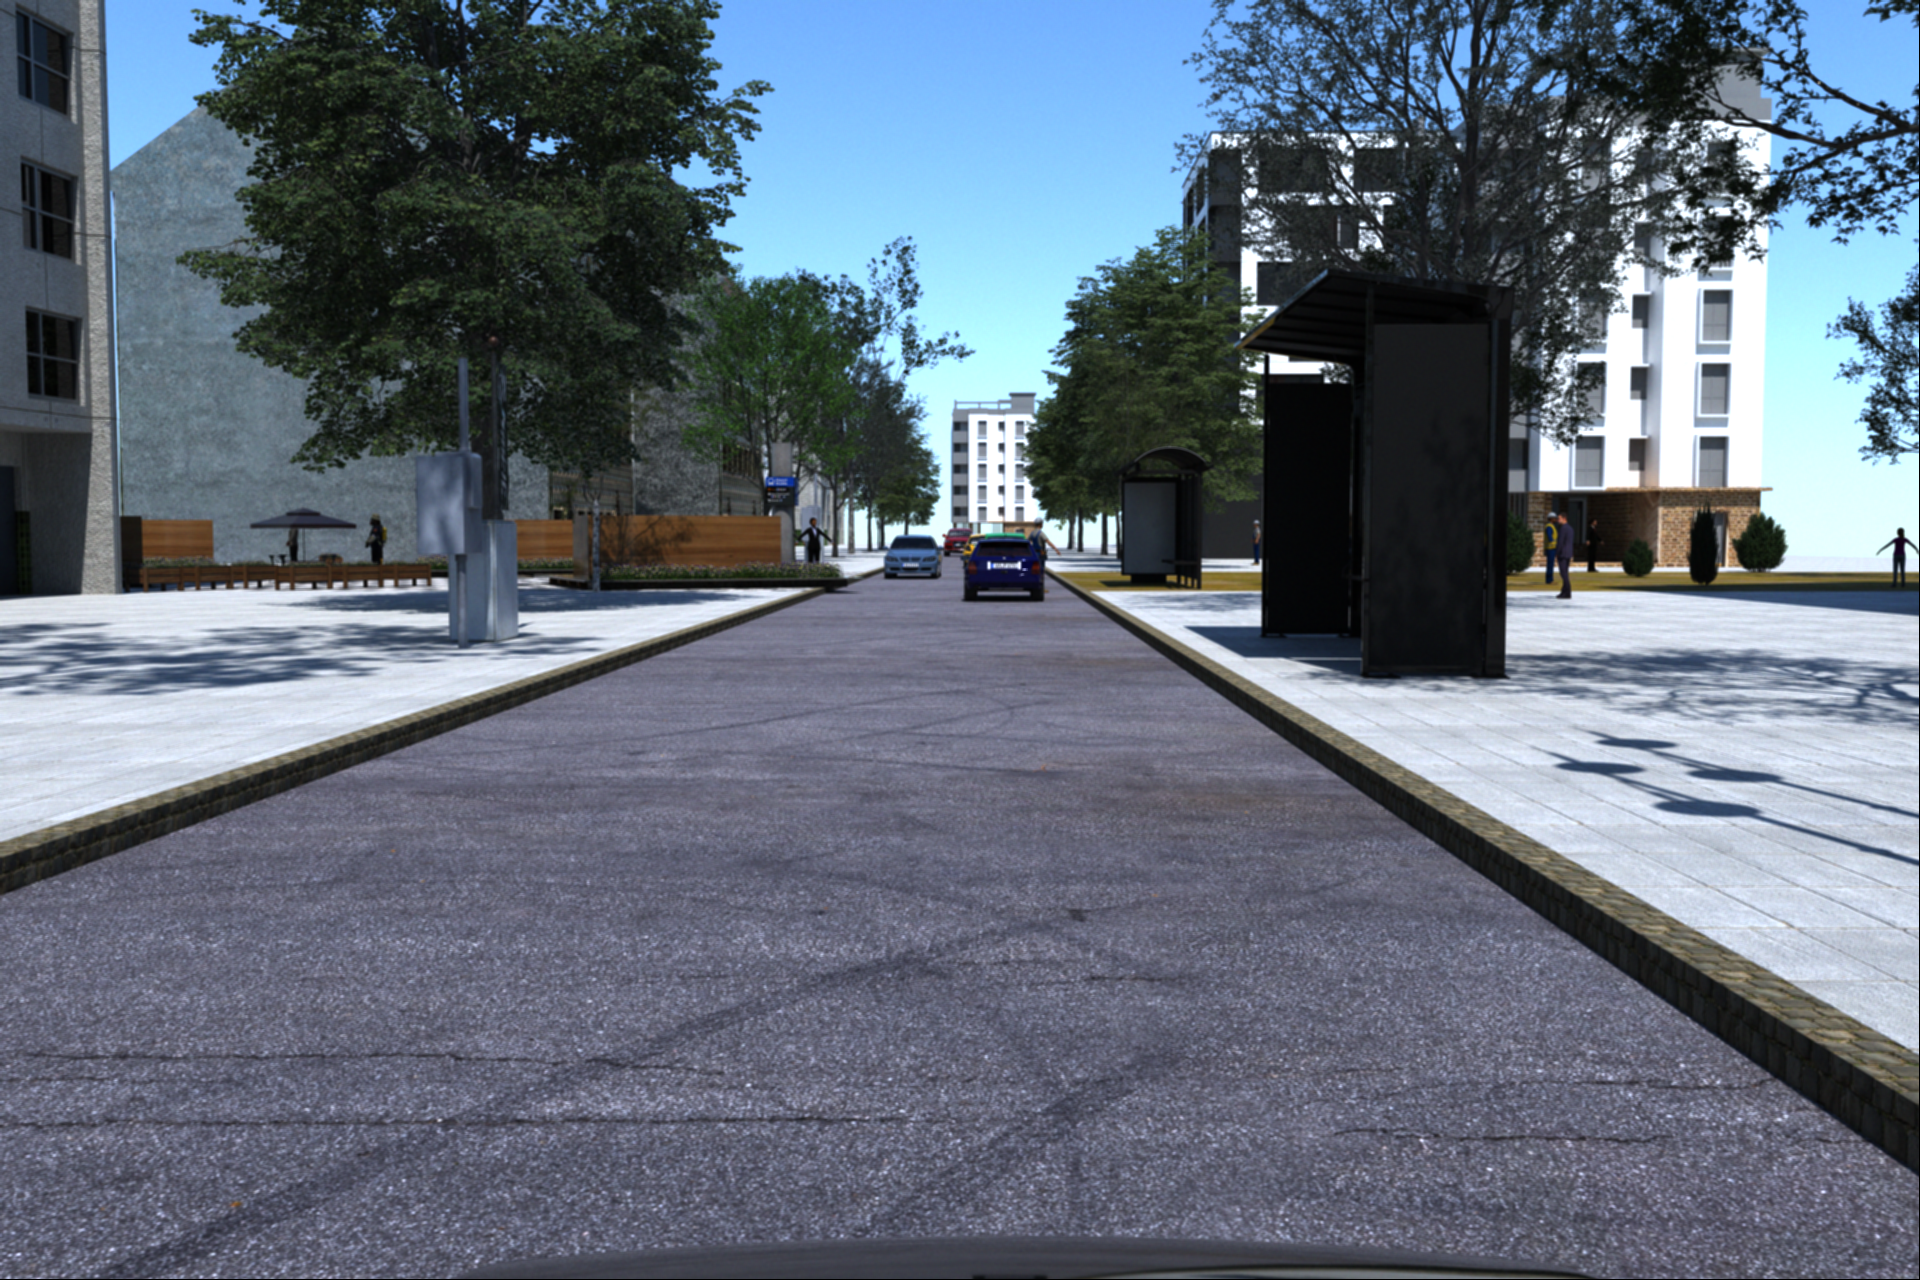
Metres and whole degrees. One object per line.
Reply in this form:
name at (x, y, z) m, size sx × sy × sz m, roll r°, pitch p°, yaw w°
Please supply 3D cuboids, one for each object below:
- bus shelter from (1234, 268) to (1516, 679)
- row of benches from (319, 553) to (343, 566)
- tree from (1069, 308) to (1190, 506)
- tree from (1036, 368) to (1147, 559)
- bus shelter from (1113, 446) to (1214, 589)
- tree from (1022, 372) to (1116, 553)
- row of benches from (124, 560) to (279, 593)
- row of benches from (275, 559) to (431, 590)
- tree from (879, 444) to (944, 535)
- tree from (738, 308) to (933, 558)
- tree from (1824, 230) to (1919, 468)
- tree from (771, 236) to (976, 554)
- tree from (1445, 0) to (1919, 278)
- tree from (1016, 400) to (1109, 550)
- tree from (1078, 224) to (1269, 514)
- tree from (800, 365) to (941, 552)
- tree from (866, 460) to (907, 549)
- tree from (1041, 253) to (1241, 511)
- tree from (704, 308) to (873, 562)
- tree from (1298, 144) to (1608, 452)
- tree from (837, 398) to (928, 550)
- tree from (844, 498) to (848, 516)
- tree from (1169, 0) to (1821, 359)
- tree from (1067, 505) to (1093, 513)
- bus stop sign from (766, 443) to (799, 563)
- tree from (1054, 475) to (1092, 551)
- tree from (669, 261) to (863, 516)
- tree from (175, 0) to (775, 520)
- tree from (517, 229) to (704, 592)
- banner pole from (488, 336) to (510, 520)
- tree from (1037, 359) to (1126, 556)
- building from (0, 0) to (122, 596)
bus shelter at (4.180, -1.661, 18.435) m, size 1.731 × 3.624 × 6.357 m, roll 0°, pitch 4°, yaw 1°
row of benches at (-20.533, -2.510, 56.496) m, size 1.422 × 0.672 × 4.104 m, roll -1°, pitch 4°, yaw -21°
tree at (5.261, -6.546, 57.388) m, size 4.360 × 8.622 × 3.978 m, roll 0°, pitch 3°, yaw 0°
tree at (8.232, -9.468, 89.216) m, size 8.767 × 10.594 × 7.601 m, roll 0°, pitch 4°, yaw -1°
bus shelter at (4.914, -2.976, 42.588) m, size 2.014 × 3.302 × 5.546 m, roll 0°, pitch 4°, yaw 2°
tree at (7.994, -12.333, 119.775) m, size 7.486 × 12.596 × 7.792 m, roll 0°, pitch 3°, yaw 0°
row of benches at (-17.326, -1.496, 39.920) m, size 1.422 × 0.672 × 4.104 m, roll 1°, pitch 4°, yaw 23°
row of benches at (-14.414, -1.568, 41.096) m, size 1.422 × 0.672 × 4.104 m, roll 2°, pitch 4°, yaw 34°
tree at (-7.011, -19.754, 229.628) m, size 9.857 × 13.997 × 8.962 m, roll 0°, pitch 3°, yaw 0°
tree at (-6.632, -11.197, 93.444) m, size 12.009 × 13.543 × 11.850 m, roll 0°, pitch 3°, yaw 0°
tree at (28.900, -7.015, 49.114) m, size 8.767 × 10.594 × 7.601 m, roll -3°, pitch 5°, yaw -41°
tree at (-5.730, -15.519, 109.621) m, size 12.611 × 20.169 × 13.585 m, roll 0°, pitch 3°, yaw 0°
tree at (7.423, -4.685, 11.019) m, size 8.767 × 10.594 × 7.601 m, roll 0°, pitch 4°, yaw 1°
tree at (9.198, -14.446, 142.845) m, size 9.857 × 13.997 × 8.962 m, roll 0°, pitch 3°, yaw 0°
tree at (7.850, -8.944, 64.363) m, size 7.486 × 12.596 × 7.792 m, roll 0°, pitch 3°, yaw 0°
tree at (-6.579, -13.143, 125.253) m, size 12.009 × 13.543 × 11.850 m, roll 0°, pitch 3°, yaw 0°
tree at (-7.016, -11.856, 144.214) m, size 4.360 × 8.622 × 3.978 m, roll 0°, pitch 3°, yaw 0°
tree at (8.542, -10.529, 78.797) m, size 9.857 × 13.997 × 8.962 m, roll 0°, pitch 3°, yaw 0°
tree at (-7.836, -9.404, 79.512) m, size 9.928 × 11.665 × 9.643 m, roll 0°, pitch 3°, yaw 0°
tree at (11.657, -6.518, 40.988) m, size 7.601 × 10.594 × 8.767 m, roll 2°, pitch 4°, yaw 25°
tree at (-6.180, -13.398, 137.185) m, size 7.486 × 12.596 × 7.792 m, roll 0°, pitch 3°, yaw 0°
tree at (-16.495, -17.232, 232.100) m, size 4.737 × 8.622 × 4.395 m, roll 0°, pitch 3°, yaw 0°
tree at (7.818, -7.164, 27.508) m, size 12.009 × 13.543 × 11.850 m, roll 0°, pitch 3°, yaw 0°
tree at (15.364, -18.998, 236.373) m, size 9.928 × 11.665 × 9.643 m, roll 0°, pitch 3°, yaw 0°
bus stop sign at (-5.141, -3.737, 50.118) m, size 0.837 × 3.901 × 0.837 m, roll 0°, pitch 4°, yaw 2°
tree at (8.782, -11.191, 133.329) m, size 4.737 × 8.622 × 4.395 m, roll 0°, pitch 3°, yaw 0°
tree at (-7.396, -8.575, 65.961) m, size 9.928 × 11.665 × 9.643 m, roll 0°, pitch 3°, yaw 0°
tree at (-7.948, -7.466, 28.728) m, size 9.857 × 13.997 × 8.962 m, roll 0°, pitch 3°, yaw 0°
tree at (-8.204, -5.364, 38.071) m, size 4.360 × 8.622 × 3.978 m, roll 0°, pitch 3°, yaw 0°
banner pole at (-5.910, -1.973, 22.282) m, size 0.401 × 3.779 × 0.863 m, roll 0°, pitch 4°, yaw 0°
tree at (8.451, -11.327, 103.328) m, size 7.486 × 12.596 × 7.792 m, roll 0°, pitch 3°, yaw 0°
building at (-26.763, -9.449, 20.957) m, size 16.747 × 18.905 × 31.486 m, roll 0°, pitch 4°, yaw 2°
